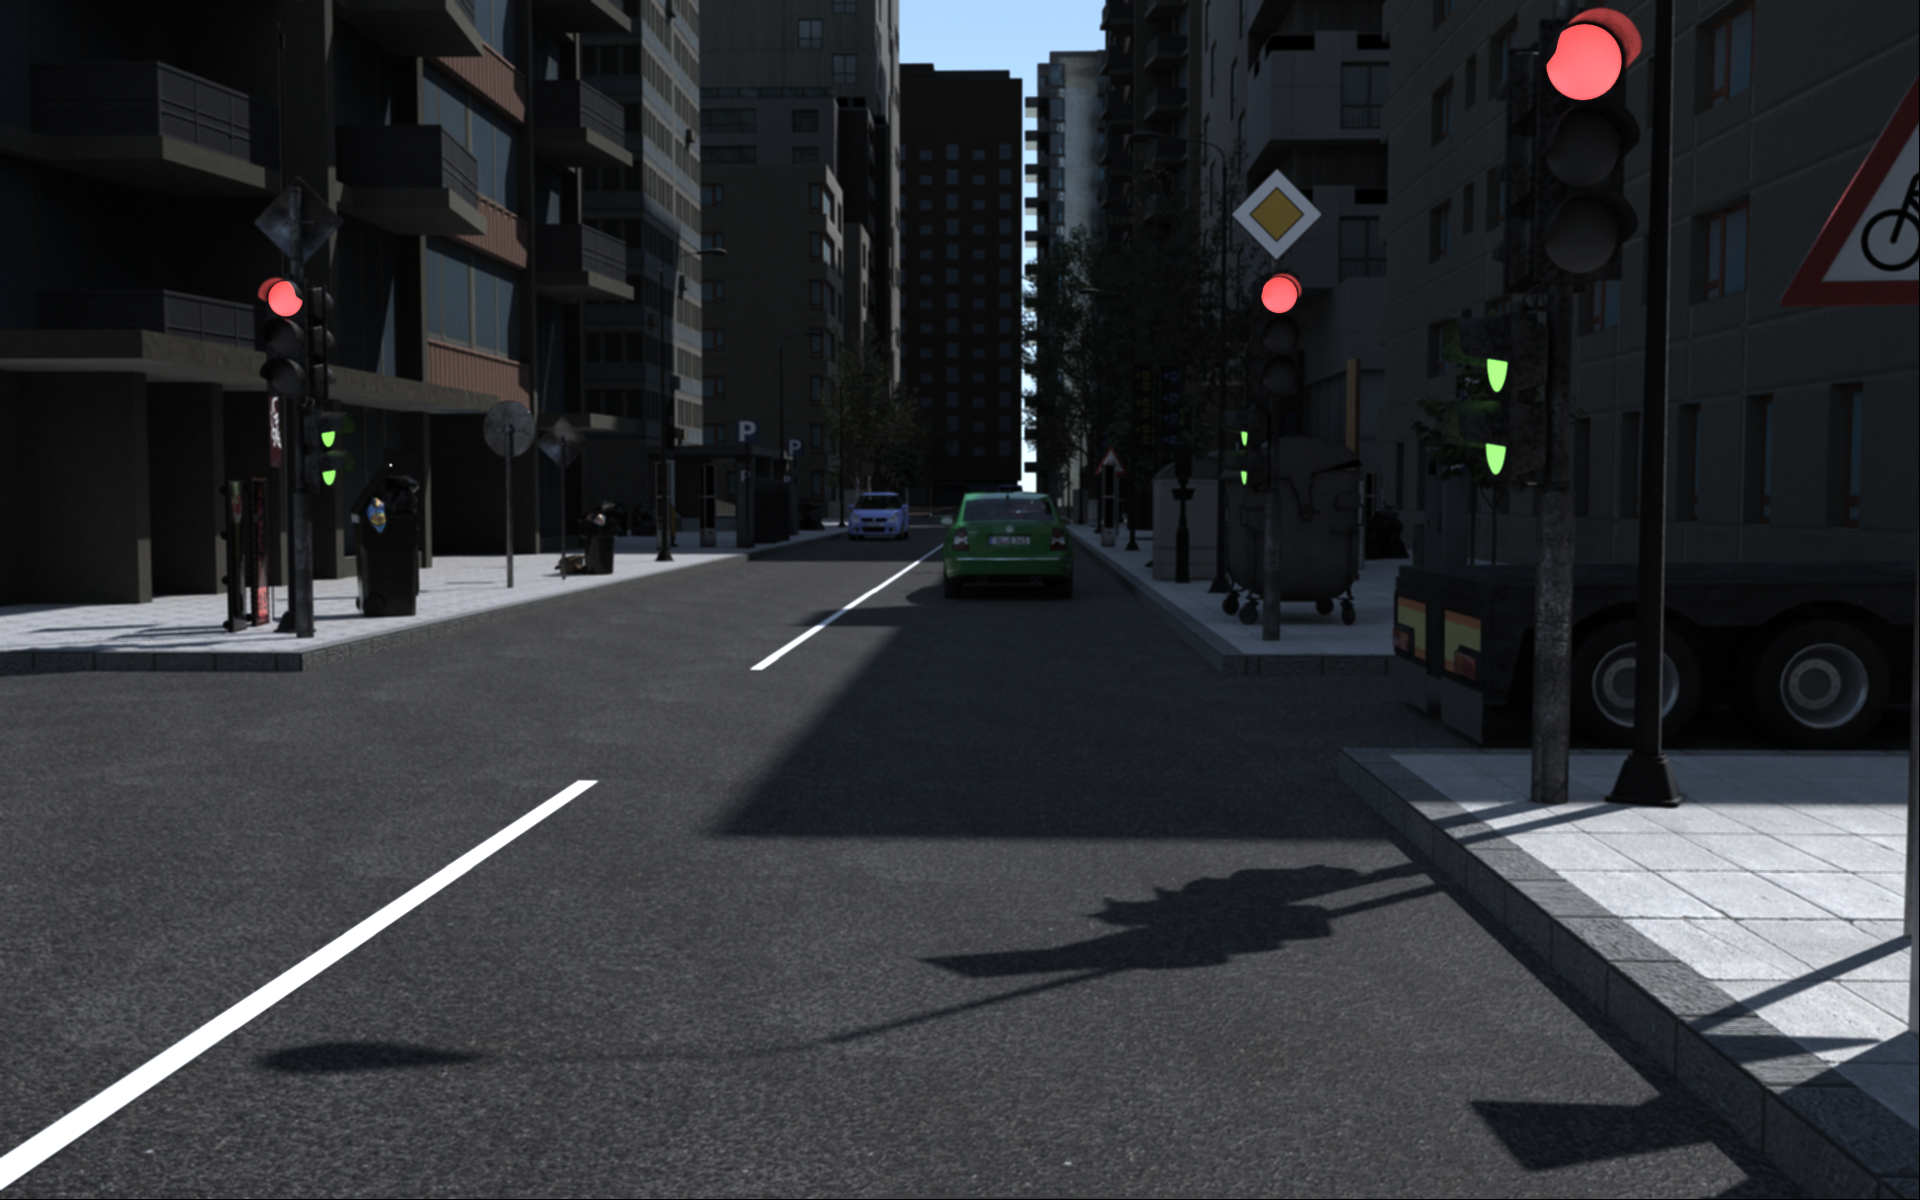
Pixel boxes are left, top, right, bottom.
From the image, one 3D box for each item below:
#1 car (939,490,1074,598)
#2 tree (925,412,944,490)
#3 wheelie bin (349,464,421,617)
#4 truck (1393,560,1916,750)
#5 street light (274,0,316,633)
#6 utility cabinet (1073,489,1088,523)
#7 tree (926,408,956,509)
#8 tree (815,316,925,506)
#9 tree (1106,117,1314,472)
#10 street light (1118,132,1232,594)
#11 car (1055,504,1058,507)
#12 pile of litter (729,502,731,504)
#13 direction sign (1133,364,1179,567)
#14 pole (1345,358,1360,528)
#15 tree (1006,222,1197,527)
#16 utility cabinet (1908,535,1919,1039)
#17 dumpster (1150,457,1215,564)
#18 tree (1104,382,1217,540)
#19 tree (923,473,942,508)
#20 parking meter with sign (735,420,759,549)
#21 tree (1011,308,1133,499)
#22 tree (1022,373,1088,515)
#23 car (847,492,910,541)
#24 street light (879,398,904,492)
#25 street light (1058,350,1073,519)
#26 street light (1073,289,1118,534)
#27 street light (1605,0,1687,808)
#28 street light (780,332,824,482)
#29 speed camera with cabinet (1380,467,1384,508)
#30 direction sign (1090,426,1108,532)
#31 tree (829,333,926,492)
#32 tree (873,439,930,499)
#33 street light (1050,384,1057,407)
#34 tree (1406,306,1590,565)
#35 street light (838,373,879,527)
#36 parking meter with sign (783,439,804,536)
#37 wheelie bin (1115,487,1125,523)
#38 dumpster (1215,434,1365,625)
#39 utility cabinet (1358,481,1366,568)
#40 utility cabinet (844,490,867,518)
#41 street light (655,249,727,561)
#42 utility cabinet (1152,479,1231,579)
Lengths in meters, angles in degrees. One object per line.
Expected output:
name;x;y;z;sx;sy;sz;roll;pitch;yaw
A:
car;0.667;-1.001;25.160;1.959;1.807;4.718;0;4;0
tree;-3.339;-9.843;111.294;4.737;8.622;4.395;0;3;0
wheelie bin;-6.070;-0.639;18.350;0.693;1.594;0.980;-2;4;-25
truck;12.279;-1.248;10.163;18.799;4.110;2.967;0;4;3
street light;-5.653;-2.653;15.923;1.470;5.913;1.316;0;4;2
utility cabinet;5.251;-4.094;75.623;0.318;1.500;1.173;2;4;24
tree;-2.466;-12.144;148.922;4.360;8.622;3.978;0;3;0
tree;-4.319;-7.471;72.513;4.737;8.622;4.395;0;3;0
tree;4.767;-5.180;35.052;4.360;8.622;3.978;0;3;0
street light;2.850;-3.047;22.363;1.470;5.913;1.316;0;4;2
car;2.270;-3.090;59.559;2.155;1.783;4.494;0;4;4
pile of litter;-12.105;-4.589;89.000;1.176;0.858;1.719;0;4;-4
direction sign;3.440;-2.349;30.402;0.876;3.537;0.379;-1;4;-20
pole;5.930;-1.979;26.199;0.158;3.312;0.155;0;3;0
tree;5.516;-8.675;67.584;9.928;11.665;9.643;0;3;0
utility cabinet;2.351;0.463;3.599;0.306;1.237;1.020;0;4;7
dumpster;3.782;-1.372;28.187;1.264;1.857;1.865;0;4;2
tree;5.573;-3.981;48.798;4.285;4.588;4.351;0;3;0
tree;-2.352;-10.224;161.765;1.663;3.219;1.824;0;3;0
parking meter with sign;-5.131;-2.764;41.457;0.543;3.016;1.738;-1;4;-10
tree;6.015;-9.047;82.324;7.601;10.594;8.767;1;4;15
tree;6.025;-9.437;104.654;4.737;8.622;4.395;0;3;0
car;-2.533;-2.746;54.488;1.945;1.707;3.694;0;4;3
street light;-3.383;-6.803;83.774;1.470;5.913;1.316;0;4;2
street light;4.003;-5.108;56.055;1.470;5.913;1.316;0;4;2
street light;3.384;-4.082;39.283;1.470;5.913;1.316;0;4;2
street light;2.334;-2.114;7.104;1.470;5.913;1.316;0;4;2
street light;-4.586;-4.723;49.761;1.470;5.913;1.316;0;4;2
speed camera with cabinet;13.812;-3.746;55.586;0.660;3.252;2.038;1;4;13
direction sign;4.676;-4.053;58.266;0.876;3.537;0.379;-3;5;-44
tree;-4.048;-7.867;78.984;4.360;8.622;3.978;0;3;0
tree;-3.479;-7.081;99.493;4.285;4.588;4.351;0;3;0
street light;4.589;-6.165;73.332;1.470;5.913;1.316;0;4;2
tree;5.441;-1.433;18.038;1.663;3.219;1.824;0;3;0
street light;-4.008;-5.749;66.534;1.470;5.913;1.316;0;4;2
parking meter with sign;-5.321;-3.522;53.846;0.543;3.016;1.738;1;4;9
wheelie bin;6.805;-4.202;76.615;0.980;1.594;0.693;-3;4;-38
dumpster;3.367;-0.727;17.646;1.264;1.857;1.865;0;4;2
utility cabinet;6.338;-1.286;29.708;1.173;1.500;0.318;1;4;21
utility cabinet;-5.445;-5.018;90.715;1.173;1.500;0.318;0;4;8
street light;-5.119;-3.696;32.973;1.470;5.913;1.316;0;4;2
utility cabinet;3.475;-1.055;25.924;1.173;1.500;0.318;-1;4;-19
